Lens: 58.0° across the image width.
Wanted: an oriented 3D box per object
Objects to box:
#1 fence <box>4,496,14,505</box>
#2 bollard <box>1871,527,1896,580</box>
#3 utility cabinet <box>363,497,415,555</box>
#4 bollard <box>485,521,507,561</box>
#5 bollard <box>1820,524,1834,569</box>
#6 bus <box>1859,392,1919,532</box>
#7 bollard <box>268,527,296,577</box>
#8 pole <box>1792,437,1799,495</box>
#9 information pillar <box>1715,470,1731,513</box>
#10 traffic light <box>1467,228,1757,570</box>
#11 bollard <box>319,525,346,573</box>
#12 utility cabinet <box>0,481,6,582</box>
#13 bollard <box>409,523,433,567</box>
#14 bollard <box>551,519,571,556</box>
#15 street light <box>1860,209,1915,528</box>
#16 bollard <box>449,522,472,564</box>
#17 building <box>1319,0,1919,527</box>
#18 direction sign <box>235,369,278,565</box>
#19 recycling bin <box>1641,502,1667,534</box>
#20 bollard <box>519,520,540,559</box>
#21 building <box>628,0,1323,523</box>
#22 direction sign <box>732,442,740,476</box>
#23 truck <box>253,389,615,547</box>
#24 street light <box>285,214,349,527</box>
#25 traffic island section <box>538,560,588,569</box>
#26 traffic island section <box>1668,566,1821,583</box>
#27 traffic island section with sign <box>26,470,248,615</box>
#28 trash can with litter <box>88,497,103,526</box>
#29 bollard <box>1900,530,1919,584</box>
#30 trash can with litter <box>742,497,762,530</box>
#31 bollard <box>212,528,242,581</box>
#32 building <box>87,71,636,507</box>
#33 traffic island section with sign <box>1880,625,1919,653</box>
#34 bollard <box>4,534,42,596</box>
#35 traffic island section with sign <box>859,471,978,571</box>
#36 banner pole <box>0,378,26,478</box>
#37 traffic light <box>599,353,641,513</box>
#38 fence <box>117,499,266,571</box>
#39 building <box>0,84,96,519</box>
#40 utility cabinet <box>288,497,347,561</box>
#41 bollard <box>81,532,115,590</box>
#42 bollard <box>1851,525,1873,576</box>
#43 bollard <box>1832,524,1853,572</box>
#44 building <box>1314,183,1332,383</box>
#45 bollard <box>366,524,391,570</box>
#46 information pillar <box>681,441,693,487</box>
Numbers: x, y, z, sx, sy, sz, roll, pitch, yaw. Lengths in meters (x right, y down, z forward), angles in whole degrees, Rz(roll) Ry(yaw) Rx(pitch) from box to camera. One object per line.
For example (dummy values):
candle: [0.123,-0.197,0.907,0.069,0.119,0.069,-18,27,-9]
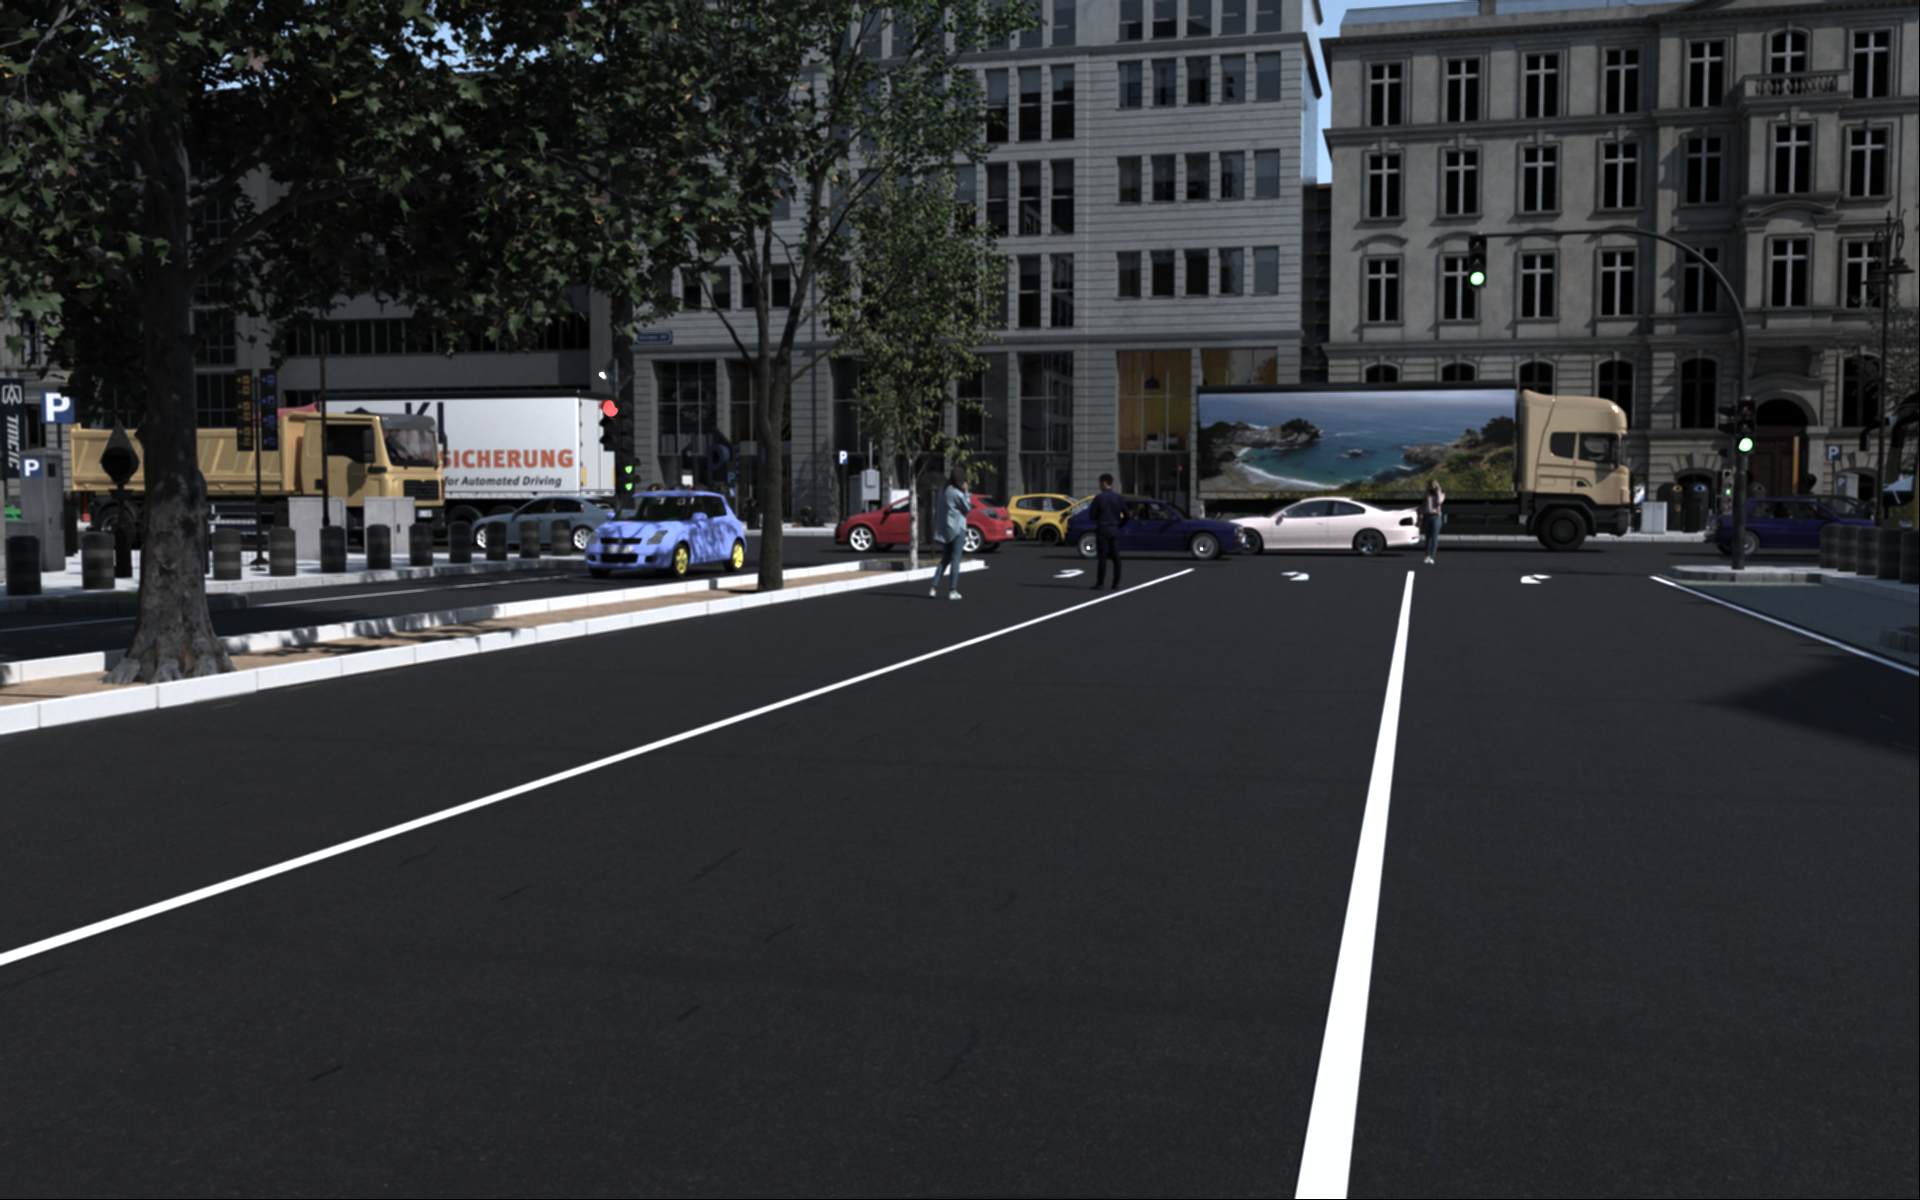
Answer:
fence: [-44.683,-4.213,80.088,2.264,1.192,0.480,1,4,9]
bollard: [14.000,-0.690,26.004,0.404,0.777,0.398,0,3,0]
utility cabinet: [-12.149,-1.574,36.896,1.020,1.237,0.306,-1,4,-12]
bollard: [-8.926,-1.139,33.340,0.404,0.777,0.398,0,3,0]
bollard: [15.010,-0.921,29.771,0.404,0.777,0.398,0,3,0]
bus: [24.736,-2.599,34.048,12.252,3.916,2.896,1,4,15]
bollard: [-10.598,-0.756,27.082,0.404,0.777,0.398,0,3,0]
pole: [29.613,-4.133,61.420,0.158,3.312,0.155,0,3,0]
information pillar: [23.343,-2.967,52.995,0.304,2.012,0.304,-1,4,-20]
traffic light: [11.135,-3.366,29.695,4.771,5.953,1.251,1,4,15]
bollard: [-10.261,-0.833,28.336,0.404,0.777,0.398,0,3,0]
utility cabinet: [-13.900,-0.983,24.749,0.318,1.500,1.173,-1,4,-19]
bollard: [-9.598,-0.986,30.836,0.404,0.777,0.398,0,3,0]
bollard: [-8.257,-1.293,35.855,0.404,0.777,0.398,0,3,0]
street light: [15.139,-3.401,28.400,0.468,5.910,1.993,1,4,15]
bollard: [-9.261,-1.063,32.091,0.404,0.777,0.398,0,3,0]
building: [32.636,-15.401,70.886,34.723,24.649,14.460,1,4,15]
direction sign: [-12.743,-2.413,31.446,0.876,3.537,0.379,1,4,18]
recycling bin: [22.278,-2.633,55.596,0.722,1.027,0.722,2,4,25]
bollard: [-8.597,-1.216,34.591,0.404,0.777,0.398,0,3,0]
building: [0.920,-18.433,78.865,29.804,29.767,11.434,1,4,15]
direction sign: [-9.942,-5.092,75.257,0.876,3.537,0.379,2,4,28]
truck: [-15.308,-3.661,48.768,11.283,4.237,2.839,1,4,14]
street light: [-10.503,-3.411,28.565,0.468,5.910,1.993,1,4,15]
traffic island section: [-6.873,-0.763,34.749,2.009,0.180,2.903,1,4,15]
traffic island section: [13.216,-0.435,29.400,2.009,0.180,2.903,1,4,15]
traffic island section with sign: [-10.052,-0.790,21.540,1.989,1.847,2.006,1,4,15]
trash can with litter: [-34.459,-3.562,69.630,1.055,1.170,0.624,-1,4,-15]
bollard: [13.664,-0.613,24.734,0.404,0.777,0.398,0,3,0]
trash can with litter: [-7.200,-3.091,61.933,1.055,1.170,0.624,-2,4,-32]
bollard: [-10.934,-0.679,25.826,0.404,0.777,0.398,0,3,0]
building: [-27.928,-16.475,88.432,30.058,24.678,14.314,1,4,15]
traffic island section with sign: [9.593,-0.435,15.741,1.989,1.847,2.006,1,4,15]
bollard: [-11.938,-0.450,22.068,0.404,0.777,0.398,0,3,0]
traffic island section with sign: [-0.684,-1.542,33.347,2.006,1.907,1.989,1,4,15]
banner pole: [-18.153,-2.626,32.955,0.863,3.779,0.401,0,3,0]
traffic light: [-6.837,-2.794,34.605,0.839,4.253,0.868,1,4,15]
fence: [-12.657,-1.055,28.457,2.264,1.192,0.480,-2,4,-33]
building: [-52.546,-16.164,93.167,19.941,23.489,11.050,1,4,15]
utility cabinet: [-12.440,-1.370,33.559,1.020,1.237,0.306,0,4,-2]
bollard: [-11.606,-0.526,23.319,0.404,0.777,0.398,0,3,0]
bollard: [14.335,-0.767,27.253,0.404,0.777,0.398,0,3,0]
bollard: [14.680,-0.844,28.517,0.404,0.777,0.398,0,3,0]
building: [58.185,-35.426,233.837,28.867,44.769,22.147,1,4,15]
bollard: [-9.933,-0.909,29.587,0.404,0.777,0.398,0,3,0]
information pillar: [-12.059,-5.216,76.643,0.504,3.616,0.183,-2,4,-28]
